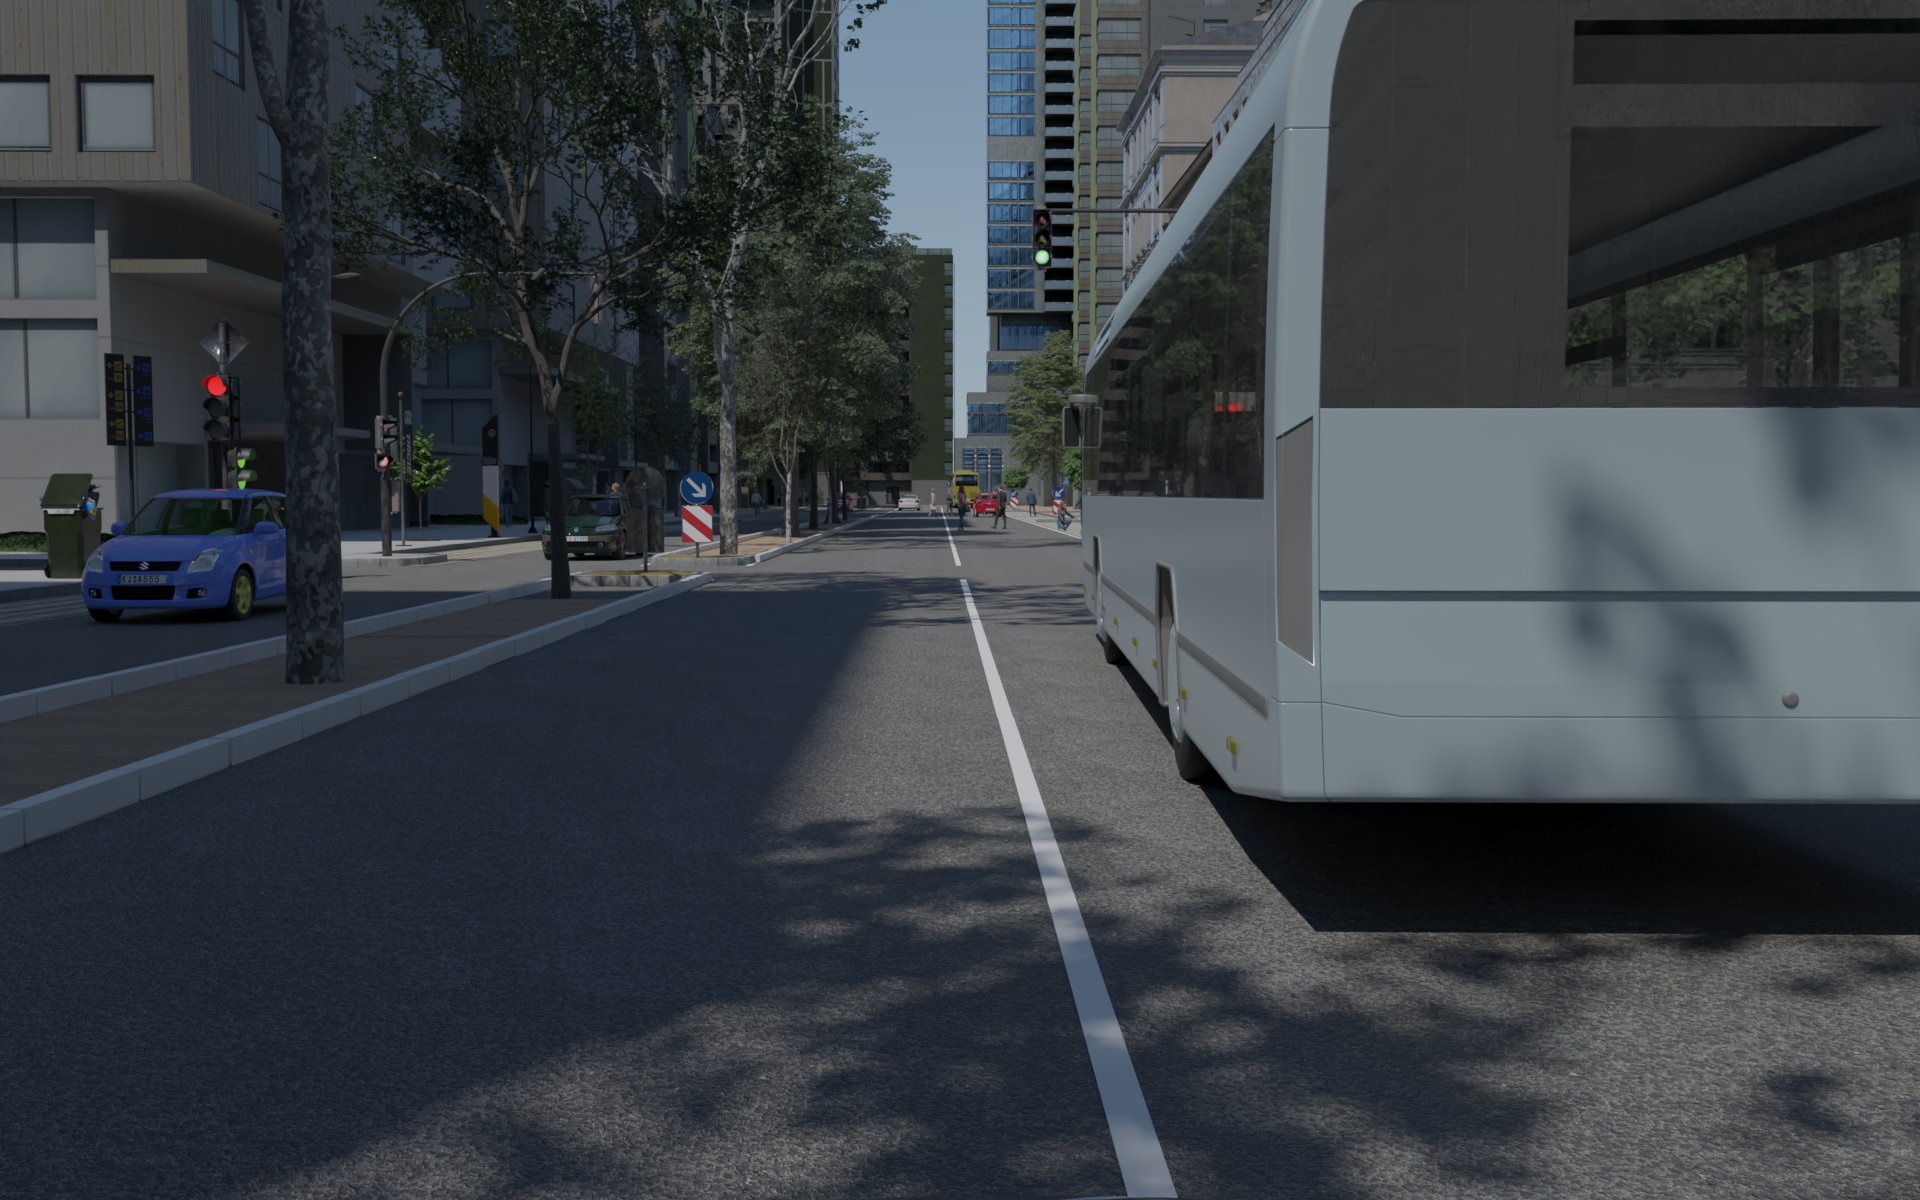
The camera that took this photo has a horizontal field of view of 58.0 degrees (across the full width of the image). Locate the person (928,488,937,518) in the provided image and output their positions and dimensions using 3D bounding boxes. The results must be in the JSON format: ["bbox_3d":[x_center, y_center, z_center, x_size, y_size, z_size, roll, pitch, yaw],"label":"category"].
[{"bbox_3d":[-1.662,-5.926,105.742,0.624,1.780,0.694,0,4,-5],"label":"person"}]

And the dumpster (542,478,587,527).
[{"bbox_3d":[-14.079,-3.417,61.632,1.264,1.857,1.865,0,4,-1],"label":"dumpster"}]

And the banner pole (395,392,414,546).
[{"bbox_3d":[-13.682,-3.228,42.795,0.401,3.779,0.863,0,4,8],"label":"banner pole"}]

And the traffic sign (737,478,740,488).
[{"bbox_3d":[-14.400,-6.668,111.146,0.606,2.300,0.079,0,4,1],"label":"traffic sign"}]

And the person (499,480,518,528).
[{"bbox_3d":[-17.061,-3.616,65.157,0.794,1.824,0.713,-2,4,-28],"label":"person"}]

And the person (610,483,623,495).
[{"bbox_3d":[-10.648,-2.751,53.897,0.534,1.772,0.576,2,4,35],"label":"person"}]

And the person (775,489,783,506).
[{"bbox_3d":[-19.267,-10.931,184.856,1.348,1.812,0.705,3,4,36],"label":"person"}]

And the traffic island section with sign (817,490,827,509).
[{"bbox_3d":[-13.181,-9.534,164.515,1.989,1.847,2.006,0,4,-1],"label":"traffic island section with sign"}]

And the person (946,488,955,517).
[{"bbox_3d":[-0.592,-6.058,107.716,0.590,1.801,0.661,2,4,32],"label":"person"}]

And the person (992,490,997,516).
[{"bbox_3d":[2.241,-6.347,113.080,0.445,1.727,0.742,0,4,1],"label":"person"}]

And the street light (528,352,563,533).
[{"bbox_3d":[-13.460,-5.140,56.575,1.470,5.913,1.316,0,4,-1],"label":"street light"}]

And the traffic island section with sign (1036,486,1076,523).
[{"bbox_3d":[4.850,-4.820,87.427,1.989,1.847,2.006,0,4,-1],"label":"traffic island section with sign"}]

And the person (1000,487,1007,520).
[{"bbox_3d":[2.457,-5.419,97.123,0.654,1.822,0.581,-2,4,-35],"label":"person"}]

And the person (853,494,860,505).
[{"bbox_3d":[-10.299,-9.929,174.100,1.065,1.426,0.557,3,4,36],"label":"person"}]

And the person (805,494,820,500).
[{"bbox_3d":[-11.524,-7.771,135.694,1.348,1.807,0.705,1,4,22],"label":"person"}]

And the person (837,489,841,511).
[{"bbox_3d":[-10.167,-8.352,145.070,0.705,1.821,1.348,2,4,28],"label":"person"}]

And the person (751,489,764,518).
[{"bbox_3d":[-11.784,-5.626,101.154,0.731,1.740,0.598,-1,4,-20],"label":"person"}]

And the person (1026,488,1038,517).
[{"bbox_3d":[4.517,-6.122,108.777,0.721,1.800,0.419,1,4,10],"label":"person"}]

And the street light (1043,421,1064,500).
[{"bbox_3d":[5.993,-8.413,110.095,1.470,5.913,1.316,0,4,-1],"label":"street light"}]

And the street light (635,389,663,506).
[{"bbox_3d":[-13.800,-6.366,76.620,1.470,5.913,1.316,0,4,-1],"label":"street light"}]

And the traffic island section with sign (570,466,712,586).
[{"bbox_3d":[-5.193,-1.214,27.990,2.006,1.907,1.989,0,4,-1],"label":"traffic island section with sign"}]

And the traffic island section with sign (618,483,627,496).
[{"bbox_3d":[-11.808,-3.178,60.588,1.989,1.847,2.006,0,4,-1],"label":"traffic island section with sign"}]

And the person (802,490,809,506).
[{"bbox_3d":[-16.605,-11.040,187.328,1.217,1.735,0.721,-2,4,-33],"label":"person"}]

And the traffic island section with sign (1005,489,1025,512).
[{"bbox_3d":[4.178,-7.937,138.405,1.989,1.847,2.006,0,4,-1],"label":"traffic island section with sign"}]

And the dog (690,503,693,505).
[{"bbox_3d":[-15.729,-5.393,102.549,0.800,0.831,0.513,-3,5,-43],"label":"dog"}]

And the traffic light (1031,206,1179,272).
[{"bbox_3d":[3.505,-3.238,27.610,4.771,5.953,1.251,0,4,-1],"label":"traffic light"}]

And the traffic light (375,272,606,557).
[{"bbox_3d":[-9.679,-3.726,35.583,4.771,5.953,1.251,0,4,-1],"label":"traffic light"}]

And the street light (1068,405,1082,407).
[{"bbox_3d":[6.306,-7.187,90.050,1.470,5.913,1.316,0,4,-1],"label":"street light"}]

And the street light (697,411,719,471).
[{"bbox_3d":[-14.081,-7.592,96.665,1.470,5.913,1.316,0,4,-1],"label":"street light"}]

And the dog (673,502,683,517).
[{"bbox_3d":[-16.029,-5.106,97.869,0.800,0.831,0.513,-1,4,-16],"label":"dog"}]

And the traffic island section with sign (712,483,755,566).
[{"bbox_3d":[-5.281,-1.667,35.397,2.006,1.907,1.989,0,4,-1],"label":"traffic island section with sign"}]

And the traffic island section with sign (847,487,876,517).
[{"bbox_3d":[-6.282,-6.263,110.529,2.006,1.907,1.989,0,4,-1],"label":"traffic island section with sign"}]

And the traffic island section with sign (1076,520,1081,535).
[{"bbox_3d":[5.209,-3.171,60.475,1.989,1.847,2.006,0,4,-1],"label":"traffic island section with sign"}]

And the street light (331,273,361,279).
[{"bbox_3d":[-13.272,-3.914,36.528,1.470,5.913,1.316,0,4,-1],"label":"street light"}]

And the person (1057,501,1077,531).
[{"bbox_3d":[4.130,-3.260,67.301,1.012,1.151,0.738,-2,4,-34],"label":"person"}]

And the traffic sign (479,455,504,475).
[{"bbox_3d":[-14.357,-3.240,53.083,0.768,2.556,0.104,0,4,1],"label":"traffic sign"}]

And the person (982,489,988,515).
[{"bbox_3d":[1.747,-6.886,121.105,1.348,1.822,0.705,-2,4,-28],"label":"person"}]

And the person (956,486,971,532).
[{"bbox_3d":[0.052,-3.484,66.058,0.643,1.750,0.593,-3,5,-43],"label":"person"}]

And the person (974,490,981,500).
[{"bbox_3d":[1.510,-7.638,133.931,0.990,1.755,0.434,1,4,23],"label":"person"}]

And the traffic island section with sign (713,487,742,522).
[{"bbox_3d":[-12.175,-4.883,88.461,1.989,1.847,2.006,0,4,-1],"label":"traffic island section with sign"}]

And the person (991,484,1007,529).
[{"bbox_3d":[1.616,-3.849,71.211,0.755,1.850,0.659,3,5,44],"label":"person"}]

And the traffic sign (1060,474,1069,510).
[{"bbox_3d":[6.608,-6.582,107.729,0.768,2.556,0.104,0,4,5],"label":"traffic sign"}]

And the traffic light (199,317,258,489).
[{"bbox_3d":[-11.664,-2.362,27.536,0.839,4.253,0.868,0,4,-1],"label":"traffic light"}]

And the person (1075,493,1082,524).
[{"bbox_3d":[4.690,-3.434,64.993,0.623,1.781,0.721,-2,4,-24],"label":"person"}]

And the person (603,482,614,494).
[{"bbox_3d":[-16.144,-4.489,79.345,0.656,1.842,0.836,-2,4,-27],"label":"person"}]

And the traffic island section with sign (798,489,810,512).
[{"bbox_3d":[-12.825,-7.886,137.562,1.989,1.847,2.006,0,4,-1],"label":"traffic island section with sign"}]
